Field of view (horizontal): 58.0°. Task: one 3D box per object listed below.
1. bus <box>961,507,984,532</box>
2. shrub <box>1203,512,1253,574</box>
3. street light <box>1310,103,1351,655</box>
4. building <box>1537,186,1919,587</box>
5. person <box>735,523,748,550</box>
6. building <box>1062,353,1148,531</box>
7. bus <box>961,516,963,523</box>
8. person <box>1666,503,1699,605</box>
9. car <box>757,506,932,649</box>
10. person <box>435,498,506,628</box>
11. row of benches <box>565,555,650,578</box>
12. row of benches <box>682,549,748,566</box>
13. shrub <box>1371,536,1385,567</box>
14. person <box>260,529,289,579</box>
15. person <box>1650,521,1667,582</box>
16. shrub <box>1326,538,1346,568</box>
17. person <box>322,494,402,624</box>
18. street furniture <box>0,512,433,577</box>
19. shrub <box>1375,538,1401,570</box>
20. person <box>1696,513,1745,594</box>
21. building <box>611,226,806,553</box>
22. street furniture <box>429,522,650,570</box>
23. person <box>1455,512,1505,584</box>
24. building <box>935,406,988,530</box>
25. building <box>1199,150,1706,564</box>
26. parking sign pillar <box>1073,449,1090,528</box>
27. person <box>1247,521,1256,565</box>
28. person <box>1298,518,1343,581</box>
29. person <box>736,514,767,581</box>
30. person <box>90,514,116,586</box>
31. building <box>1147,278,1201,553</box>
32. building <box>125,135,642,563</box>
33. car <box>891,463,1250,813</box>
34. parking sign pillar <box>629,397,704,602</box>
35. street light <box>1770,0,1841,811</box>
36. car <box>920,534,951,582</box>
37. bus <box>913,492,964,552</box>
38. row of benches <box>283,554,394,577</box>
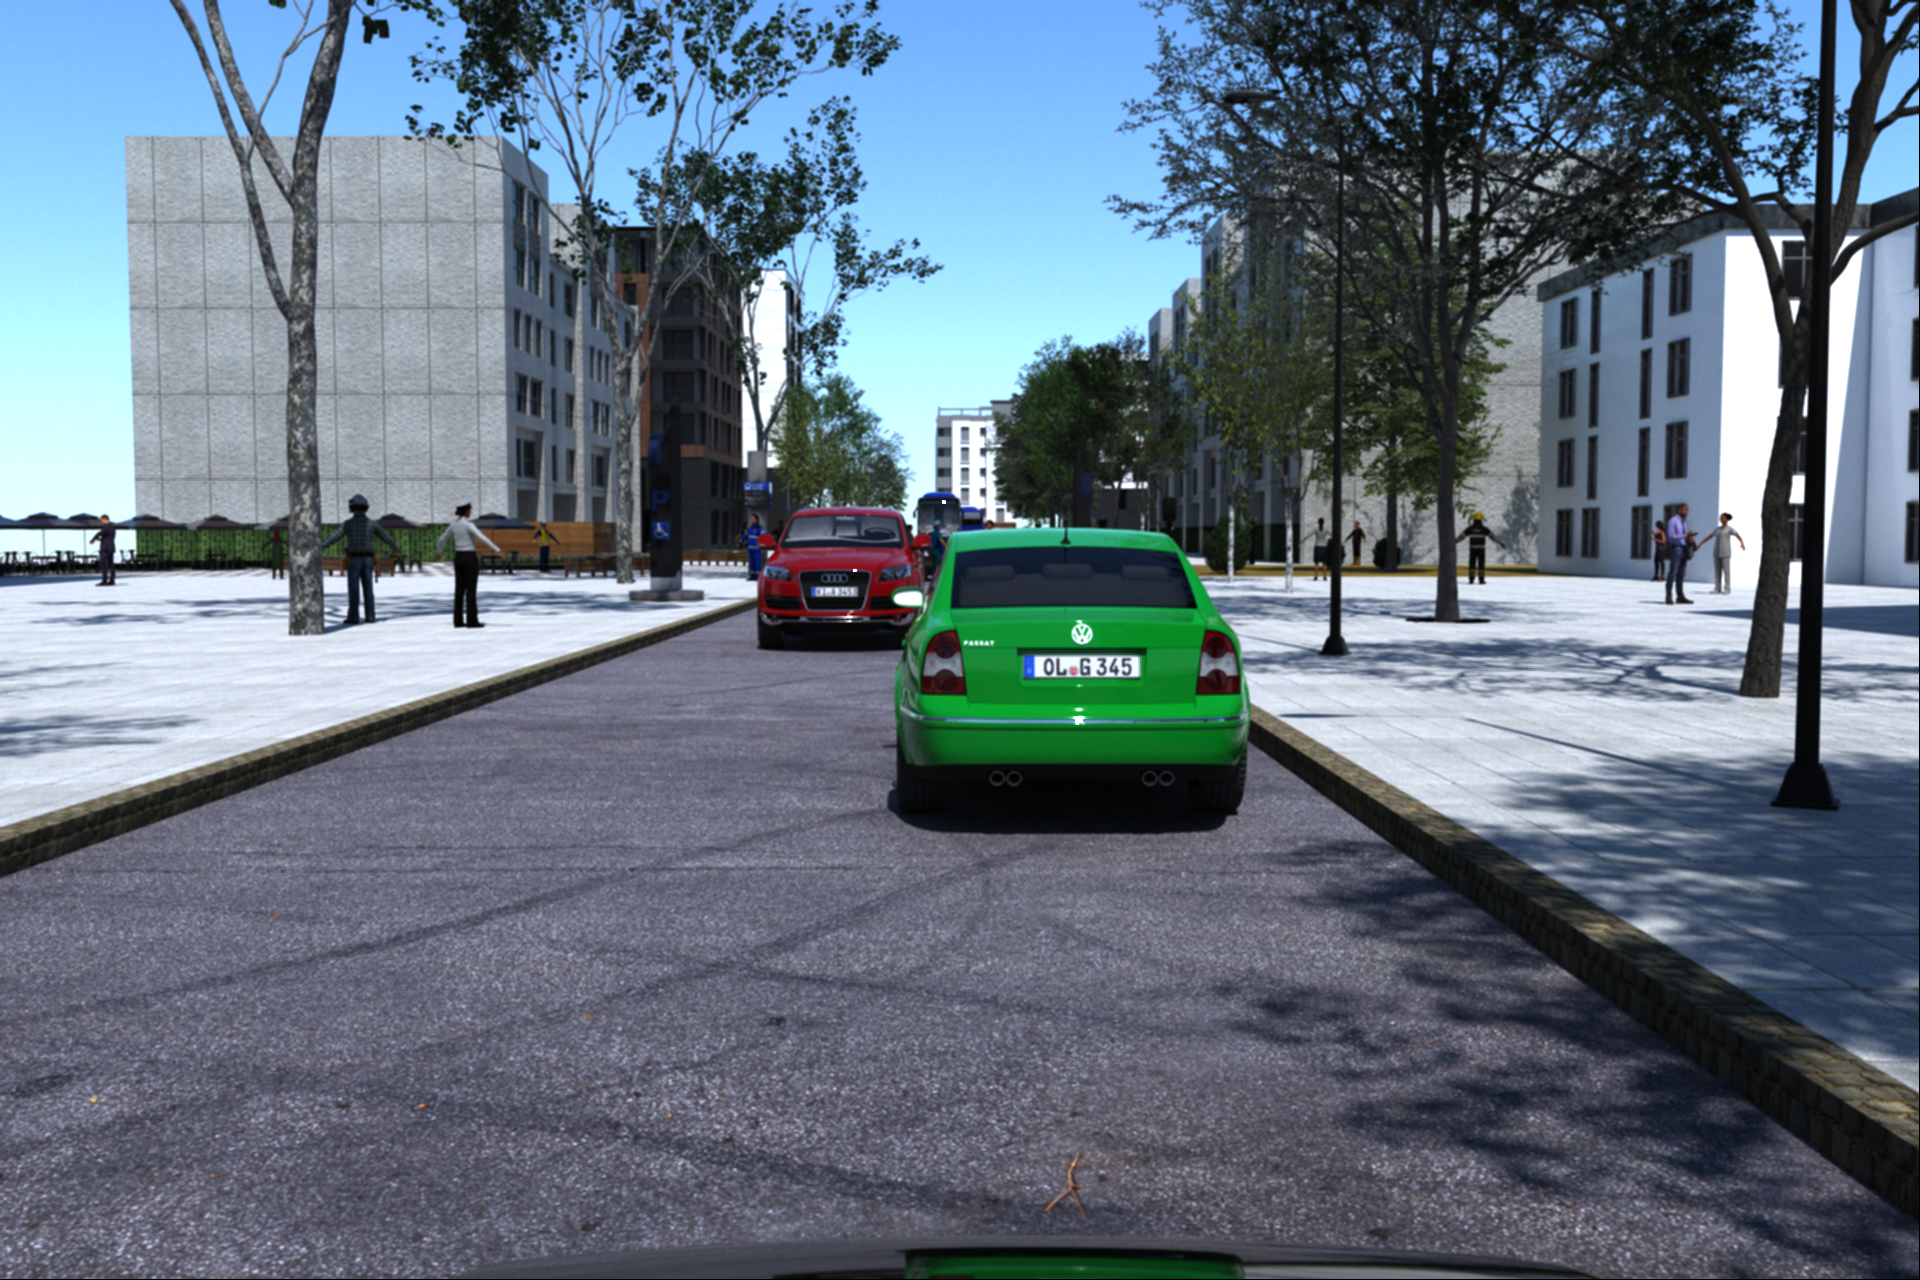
[{"bbox_3d":[0.729,-10.098,156.649,2.896,3.916,12.251,0,4,-1],"label":"bus"},{"bbox_3d":[8.584,-3.128,55.566,1.690,2.028,1.600,0,3,0],"label":"shrub"},{"bbox_3d":[4.542,-2.798,18.285,1.470,5.913,1.316,0,4,0],"label":"street light"},{"bbox_3d":[23.919,-6.249,44.318,9.099,9.664,28.070,0,3,0],"label":"building"},{"bbox_3d":[-10.383,-4.797,84.574,1.345,1.843,0.704,-2,4,-31],"label":"person"},{"bbox_3d":[26.283,-22.468,211.328,27.936,21.610,32.646,0,3,0],"label":"building"},{"bbox_3d":[-1.208,-9.341,144.268,2.896,3.916,12.251,0,3,0],"label":"bus"},{"bbox_3d":[13.207,-1.568,31.549,0.709,1.838,0.599,-3,5,-41],"label":"person"},{"bbox_3d":[-1.516,-0.897,23.336,2.281,1.827,5.304,0,4,0],"label":"car"},{"bbox_3d":[-6.746,-1.061,23.804,1.216,1.778,0.721,2,4,26],"label":"person"},{"bbox_3d":[-10.145,-2.272,52.616,1.422,0.672,4.104,3,5,40],"label":"row of benches"},{"bbox_3d":[-9.576,-3.346,70.162,4.104,0.672,1.422,2,4,34],"label":"row of benches"},{"bbox_3d":[15.869,-3.281,64.755,1.383,1.207,1.383,0,3,0],"label":"shrub"},{"bbox_3d":[-19.417,-2.452,49.298,0.989,1.438,0.599,-1,4,-10],"label":"person"},{"bbox_3d":[18.812,-2.399,46.734,0.415,1.643,0.593,-2,4,-28],"label":"person"},{"bbox_3d":[13.998,-3.300,65.072,1.383,1.207,1.383,0,3,0],"label":"shrub"},{"bbox_3d":[-8.645,-1.167,24.916,1.345,1.849,0.704,-3,5,-42],"label":"person"},{"bbox_3d":[-31.170,-3.377,60.239,14.083,1.986,27.439,1,4,19],"label":"street furniture"},{"bbox_3d":[15.256,-3.093,61.688,1.383,1.207,1.383,0,3,0],"label":"shrub"},{"bbox_3d":[16.276,-1.853,37.063,0.721,1.739,1.217,-2,4,-29],"label":"person"},{"bbox_3d":[-27.358,-17.598,131.706,27.936,21.610,32.646,0,4,1],"label":"building"},{"bbox_3d":[-14.592,-3.481,63.765,11.010,1.723,9.812,0,4,0],"label":"street furniture"},{"bbox_3d":[13.278,-2.365,44.436,1.351,1.858,0.704,2,4,26],"label":"person"},{"bbox_3d":[-3.115,-23.756,247.291,11.380,20.090,16.016,0,4,-8],"label":"building"},{"bbox_3d":[22.813,-13.579,88.475,16.747,18.905,31.486,0,3,0],"label":"building"},{"bbox_3d":[3.866,-4.094,55.416,1.447,3.967,1.447,0,4,-1],"label":"parking sign pillar"},{"bbox_3d":[12.273,-4.104,73.033,0.705,1.837,1.347,1,4,20],"label":"person"},{"bbox_3d":[9.965,-2.511,47.883,1.217,1.735,0.721,0,4,6],"label":"person"},{"bbox_3d":[-5.642,-2.538,47.474,1.345,1.831,0.704,3,5,44],"label":"person"},{"bbox_3d":[-21.263,-2.229,42.941,0.568,1.767,0.683,-1,4,-11],"label":"person"},{"bbox_3d":[24.046,-16.019,128.369,16.747,18.905,31.486,0,4,0],"label":"building"},{"bbox_3d":[-28.548,-13.854,92.973,16.747,18.905,31.486,0,4,0],"label":"building"},{"bbox_3d":[0.549,-0.091,10.279,1.959,1.807,4.718,0,4,0],"label":"car"},{"bbox_3d":[-5.687,-2.752,33.465,1.447,3.967,1.447,0,4,0],"label":"parking sign pillar"},{"bbox_3d":[4.548,-2.170,8.021,1.470,5.913,1.316,0,4,0],"label":"street light"},{"bbox_3d":[-0.388,-2.687,53.713,2.009,1.686,4.222,0,4,-1],"label":"car"},{"bbox_3d":[-1.237,-6.917,104.638,2.896,3.916,12.251,0,4,0],"label":"bus"},{"bbox_3d":[-18.894,-2.274,52.645,4.104,0.672,1.422,2,4,24],"label":"row of benches"}]
